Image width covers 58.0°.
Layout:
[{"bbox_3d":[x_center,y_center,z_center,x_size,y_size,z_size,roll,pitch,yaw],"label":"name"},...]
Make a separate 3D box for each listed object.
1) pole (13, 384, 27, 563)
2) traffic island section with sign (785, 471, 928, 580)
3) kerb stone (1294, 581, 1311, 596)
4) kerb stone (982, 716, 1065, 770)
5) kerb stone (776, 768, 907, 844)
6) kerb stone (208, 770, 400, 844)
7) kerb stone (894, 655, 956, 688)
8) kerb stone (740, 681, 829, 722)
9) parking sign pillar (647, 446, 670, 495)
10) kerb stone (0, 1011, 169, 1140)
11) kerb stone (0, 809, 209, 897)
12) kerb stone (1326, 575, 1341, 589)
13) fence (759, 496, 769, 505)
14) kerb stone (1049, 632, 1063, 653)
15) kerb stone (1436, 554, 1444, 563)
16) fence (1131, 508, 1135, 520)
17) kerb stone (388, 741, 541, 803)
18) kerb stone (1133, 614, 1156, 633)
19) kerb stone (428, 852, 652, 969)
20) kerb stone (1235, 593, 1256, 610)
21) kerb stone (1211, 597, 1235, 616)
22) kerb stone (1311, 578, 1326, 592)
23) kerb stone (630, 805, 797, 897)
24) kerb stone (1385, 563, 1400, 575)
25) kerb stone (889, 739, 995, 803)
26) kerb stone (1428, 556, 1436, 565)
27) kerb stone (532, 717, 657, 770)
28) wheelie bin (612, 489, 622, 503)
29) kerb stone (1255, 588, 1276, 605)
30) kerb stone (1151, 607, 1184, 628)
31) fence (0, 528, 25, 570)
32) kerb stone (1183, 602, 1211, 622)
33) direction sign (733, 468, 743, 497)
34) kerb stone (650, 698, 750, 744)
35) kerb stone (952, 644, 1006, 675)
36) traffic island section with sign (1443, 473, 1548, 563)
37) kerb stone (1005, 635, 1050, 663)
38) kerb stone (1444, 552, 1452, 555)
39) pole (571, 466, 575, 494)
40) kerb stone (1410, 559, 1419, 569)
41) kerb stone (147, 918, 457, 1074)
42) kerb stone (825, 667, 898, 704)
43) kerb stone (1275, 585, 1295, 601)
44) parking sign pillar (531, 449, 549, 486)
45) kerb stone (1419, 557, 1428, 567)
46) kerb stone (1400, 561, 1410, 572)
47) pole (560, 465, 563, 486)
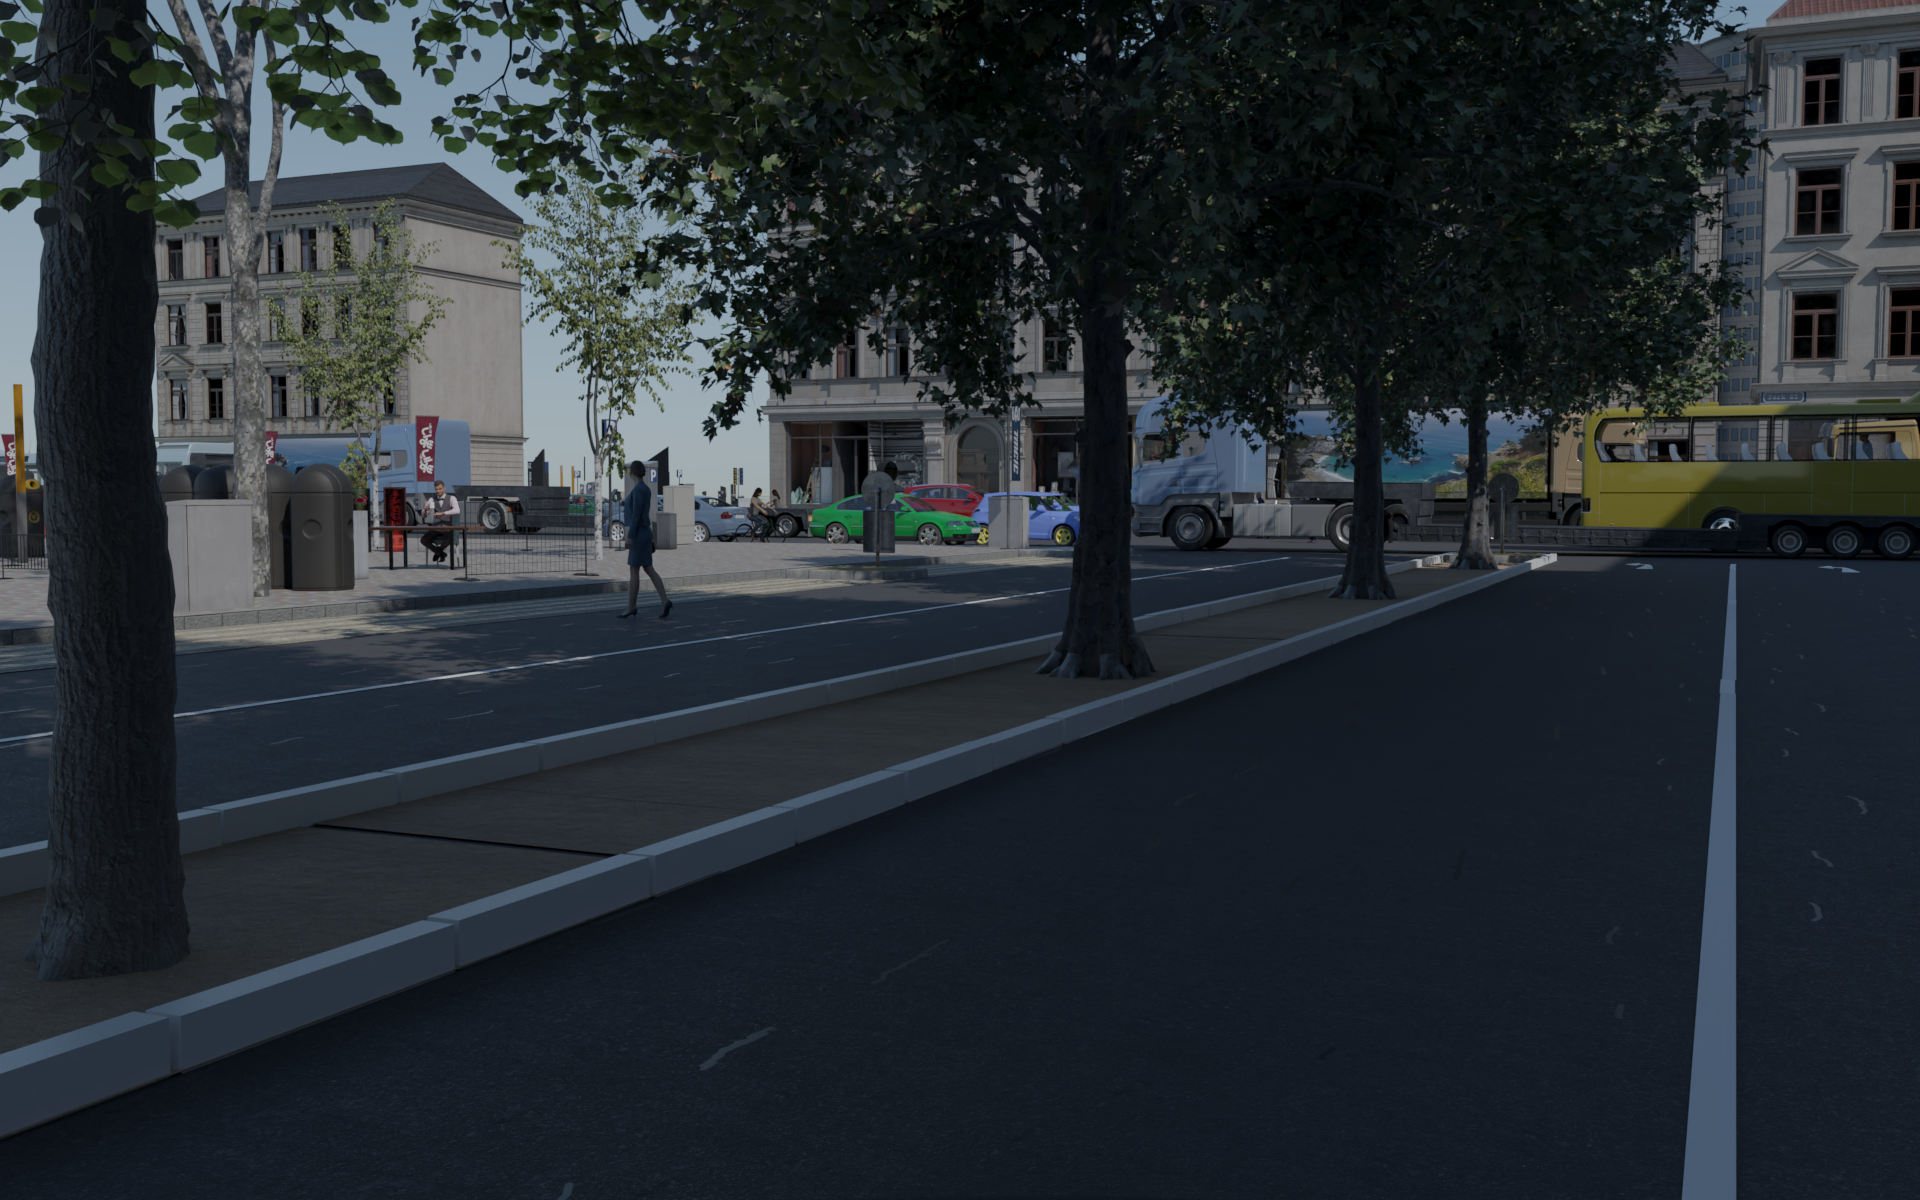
[{"bbox_3d":[-17.467,-2.346,32.198,0.158,3.312,0.155,0,3,0],"label":"pole"},{"bbox_3d":[-1.641,-1.283,29.599,1.989,1.847,2.006,2,4,24],"label":"traffic island section with sign"},{"bbox_3d":[4.749,-0.138,24.453,0.120,0.150,1.000,2,4,24],"label":"kerb stone"},{"bbox_3d":[0.326,0.784,9.454,0.120,0.150,1.000,2,4,24],"label":"kerb stone"},{"bbox_3d":[-0.515,0.896,7.568,0.120,0.150,1.000,2,4,24],"label":"kerb stone"},{"bbox_3d":[-2.842,0.898,7.519,0.120,0.150,1.000,2,4,24],"label":"kerb stone"},{"bbox_3d":[-0.310,0.553,13.147,0.120,0.150,1.000,2,4,24],"label":"kerb stone"},{"bbox_3d":[-1.159,0.668,11.278,0.120,0.150,1.000,2,4,24],"label":"kerb stone"},{"bbox_3d":[-17.037,-6.677,97.634,1.447,3.967,1.447,0,4,-1],"label":"parking sign pillar"},{"bbox_3d":[-2.199,1.125,3.822,0.120,0.150,1.000,2,4,24],"label":"kerb stone"},{"bbox_3d":[-3.247,0.955,6.576,0.120,0.150,1.000,2,4,24],"label":"kerb stone"},{"bbox_3d":[5.594,-0.253,26.328,0.120,0.150,1.000,2,4,24],"label":"kerb stone"},{"bbox_3d":[-10.979,-5.265,97.279,0.480,1.192,2.264,-2,4,-35],"label":"fence"},{"bbox_3d":[0.945,0.381,15.970,0.120,0.150,1.000,2,4,24],"label":"kerb stone"},{"bbox_3d":[9.790,-0.826,35.722,0.120,0.150,1.000,2,4,24],"label":"kerb stone"},{"bbox_3d":[6.858,-3.520,72.927,2.069,0.683,0.278,3,5,42],"label":"fence"},{"bbox_3d":[-2.421,0.840,8.458,0.120,0.150,1.000,2,4,24],"label":"kerb stone"},{"bbox_3d":[1.787,0.274,17.856,0.120,0.150,1.000,2,4,24],"label":"kerb stone"},{"bbox_3d":[-1.358,1.009,5.695,0.120,0.150,1.000,2,4,24],"label":"kerb stone"},{"bbox_3d":[3.481,0.034,21.636,0.120,0.150,1.000,2,4,24],"label":"kerb stone"},{"bbox_3d":[3.064,0.094,20.682,0.120,0.150,1.000,2,4,24],"label":"kerb stone"},{"bbox_3d":[5.166,-0.195,25.391,0.120,0.150,1.000,2,4,24],"label":"kerb stone"},{"bbox_3d":[-0.933,0.952,6.629,0.120,0.150,1.000,2,4,24],"label":"kerb stone"},{"bbox_3d":[7.693,-0.540,31.028,0.120,0.150,1.000,2,4,24],"label":"kerb stone"},{"bbox_3d":[-0.091,0.837,8.516,0.120,0.150,1.000,2,4,24],"label":"kerb stone"},{"bbox_3d":[9.371,-0.764,34.781,0.120,0.150,1.000,2,4,24],"label":"kerb stone"},{"bbox_3d":[-1.995,0.783,9.392,0.120,0.150,1.000,2,4,24],"label":"kerb stone"},{"bbox_3d":[-20.688,-5.879,104.034,0.693,1.594,0.980,-2,4,-33],"label":"wheelie bin"},{"bbox_3d":[3.908,-0.023,22.575,0.120,0.150,1.000,2,4,24],"label":"kerb stone"},{"bbox_3d":[2.204,0.208,18.802,0.120,0.150,1.000,2,4,24],"label":"kerb stone"},{"bbox_3d":[-16.923,-0.892,29.953,0.278,0.683,2.069,0,4,0],"label":"fence"},{"bbox_3d":[2.636,0.152,19.748,0.120,0.150,1.000,2,4,24],"label":"kerb stone"},{"bbox_3d":[-19.057,-9.595,148.880,0.876,3.537,0.379,-1,4,-23],"label":"direction sign"},{"bbox_3d":[-1.579,0.728,10.337,0.120,0.150,1.000,2,4,24],"label":"kerb stone"},{"bbox_3d":[0.109,0.496,14.094,0.120,0.150,1.000,2,4,24],"label":"kerb stone"},{"bbox_3d":[11.445,-1.752,36.776,2.006,1.907,1.989,2,4,24],"label":"traffic island section with sign"},{"bbox_3d":[0.525,0.440,15.033,0.120,0.150,1.000,2,4,24],"label":"kerb stone"},{"bbox_3d":[10.220,-0.884,36.655,0.120,0.150,1.000,2,4,24],"label":"kerb stone"},{"bbox_3d":[-28.161,-8.086,126.055,0.158,3.312,0.155,0,3,0],"label":"pole"},{"bbox_3d":[8.529,-0.655,32.903,0.120,0.150,1.000,2,4,24],"label":"kerb stone"},{"bbox_3d":[-1.773,1.072,4.756,0.120,0.150,1.000,2,4,24],"label":"kerb stone"},{"bbox_3d":[-0.730,0.611,12.210,0.120,0.150,1.000,2,4,24],"label":"kerb stone"},{"bbox_3d":[4.331,-0.081,23.514,0.120,0.150,1.000,2,4,24],"label":"kerb stone"},{"bbox_3d":[-25.179,-7.057,103.849,1.447,3.967,1.447,3,5,43],"label":"parking sign pillar"},{"bbox_3d":[8.953,-0.712,33.843,0.120,0.150,1.000,2,4,24],"label":"kerb stone"},{"bbox_3d":[8.113,-0.597,31.964,0.120,0.150,1.000,2,4,24],"label":"kerb stone"},{"bbox_3d":[-28.176,-7.871,122.538,0.158,3.312,0.155,0,3,0],"label":"pole"}]
